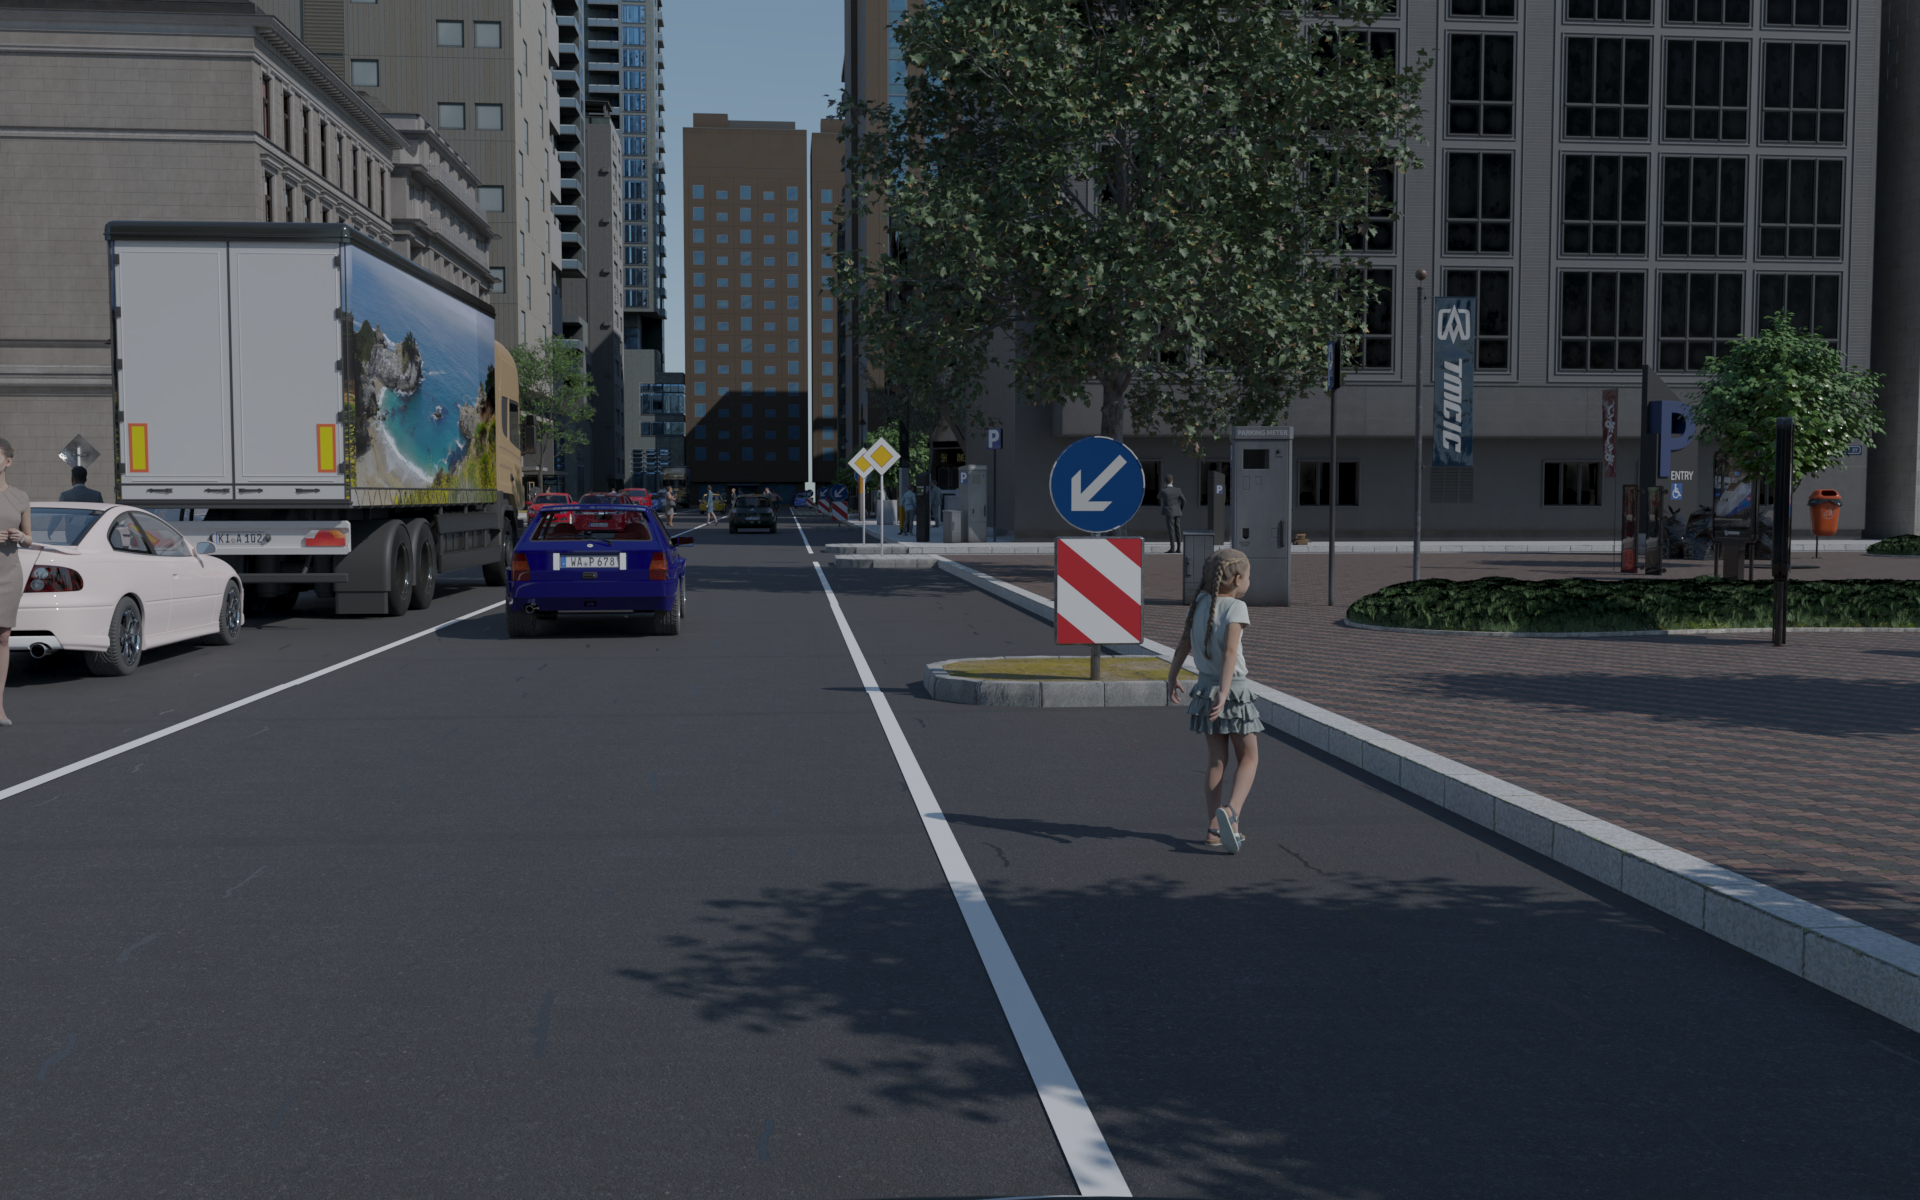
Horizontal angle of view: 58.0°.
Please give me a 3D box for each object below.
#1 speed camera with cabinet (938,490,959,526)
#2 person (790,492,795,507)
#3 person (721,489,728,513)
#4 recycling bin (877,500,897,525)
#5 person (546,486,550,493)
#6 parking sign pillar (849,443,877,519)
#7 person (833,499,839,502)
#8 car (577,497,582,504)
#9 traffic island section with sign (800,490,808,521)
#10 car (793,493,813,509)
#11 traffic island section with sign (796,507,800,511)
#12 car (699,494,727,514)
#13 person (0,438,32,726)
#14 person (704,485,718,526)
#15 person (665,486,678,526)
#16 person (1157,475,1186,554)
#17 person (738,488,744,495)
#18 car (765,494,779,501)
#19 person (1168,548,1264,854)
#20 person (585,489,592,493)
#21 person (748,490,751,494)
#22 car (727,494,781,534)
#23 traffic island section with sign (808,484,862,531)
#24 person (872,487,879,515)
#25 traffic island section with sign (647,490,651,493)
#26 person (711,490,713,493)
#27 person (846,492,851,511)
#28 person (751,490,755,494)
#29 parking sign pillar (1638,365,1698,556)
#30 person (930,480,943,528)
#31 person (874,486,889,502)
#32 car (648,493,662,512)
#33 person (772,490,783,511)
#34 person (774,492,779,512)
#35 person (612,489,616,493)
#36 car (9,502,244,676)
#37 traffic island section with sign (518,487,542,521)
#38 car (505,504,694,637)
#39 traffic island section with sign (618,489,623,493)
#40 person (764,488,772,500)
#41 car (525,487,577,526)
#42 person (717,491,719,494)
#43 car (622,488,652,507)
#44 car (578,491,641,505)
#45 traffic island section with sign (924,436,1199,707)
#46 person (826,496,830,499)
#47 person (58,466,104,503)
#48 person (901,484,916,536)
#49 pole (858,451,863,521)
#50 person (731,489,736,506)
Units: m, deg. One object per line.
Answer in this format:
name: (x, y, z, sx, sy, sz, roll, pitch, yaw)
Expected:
speed camera with cabinet: (0.126, -4.655, 70.446, 2.038, 3.252, 0.660, 0, 4, 8)
person: (-18.107, -10.906, 187.739, 0.530, 1.710, 0.541, -2, 4, -28)
person: (-17.688, -7.401, 129.588, 0.705, 1.814, 1.350, 2, 4, 28)
recycling bin: (-3.057, -3.661, 72.419, 0.722, 1.027, 0.722, 1, 4, 11)
person: (-28.072, -6.861, 118.229, 0.705, 1.823, 1.348, 0, 4, -1)
parking sign pillar: (-5.087, -6.242, 90.535, 1.447, 3.967, 1.447, 0, 4, -3)
person: (-11.378, -9.447, 161.046, 0.990, 1.755, 0.434, -3, 4, -36)
car: (-21.363, -5.369, 100.363, 1.945, 1.354, 3.894, 0, 4, -7)
traffic island section with sign: (-7.563, -5.251, 94.486, 1.989, 1.847, 2.006, 0, 4, -6)
car: (-15.185, -9.676, 167.799, 1.945, 1.707, 3.694, 0, 4, -5)
traffic island section with sign: (-12.668, -8.321, 144.683, 1.989, 1.847, 2.006, 0, 4, -6)
car: (-17.839, -7.010, 124.842, 2.015, 1.641, 3.980, 0, 4, -6)
person: (-5.972, -0.111, 10.652, 0.374, 1.781, 0.599, 3, 5, 41)
person: (-11.241, -4.255, 78.092, 0.654, 1.822, 0.581, 1, 4, 22)
person: (-12.776, -4.153, 76.755, 0.532, 1.782, 0.716, -1, 4, -19)
person: (5.087, -2.076, 41.798, 0.648, 1.900, 0.474, -2, 4, -25)
person: (-12.747, -5.625, 100.655, 0.419, 1.800, 0.721, 1, 4, 11)
car: (-17.807, -9.177, 160.274, 2.015, 1.641, 3.980, 0, 4, -5)
person: (1.003, 0.395, 7.058, 0.382, 1.210, 0.505, -3, 5, -40)
person: (-31.363, -8.548, 146.600, 0.445, 1.727, 0.742, 1, 4, 20)
person: (-22.040, -10.551, 181.037, 0.705, 1.821, 1.348, -1, 4, -21)
car: (-7.646, -3.322, 64.100, 2.009, 1.686, 4.222, 0, 4, -6)
traffic island section with sign: (-4.835, -3.611, 67.669, 1.989, 1.847, 2.006, 0, 4, -6)
person: (-4.846, -5.843, 101.852, 0.678, 1.792, 0.850, 0, 4, -3)
traffic island section with sign: (-30.690, -9.905, 170.568, 1.989, 1.847, 2.006, 0, 4, -6)
person: (-25.783, -10.523, 180.483, 0.705, 1.831, 1.348, 0, 4, -2)
person: (-8.641, -7.708, 132.046, 0.705, 1.826, 1.348, 3, 4, 37)
person: (-20.098, -9.761, 168.190, 1.348, 1.812, 0.705, 1, 4, 13)
parking sign pillar: (14.887, -2.929, 36.362, 1.447, 3.967, 1.447, -2, 4, -29)
person: (-0.937, -3.690, 66.469, 0.391, 1.810, 0.635, 1, 4, 20)
person: (-3.590, -4.468, 79.443, 0.721, 1.781, 0.623, 2, 4, 27)
car: (-24.558, -7.809, 137.272, 1.945, 1.707, 3.694, 0, 4, -6)
person: (-12.978, -6.839, 121.027, 1.217, 1.736, 0.721, 1, 4, 10)
person: (-14.974, -8.000, 140.776, 0.415, 1.643, 0.593, 3, 5, 42)
person: (-25.756, -7.361, 128.722, 0.709, 1.838, 0.599, -1, 4, -12)
car: (-7.633, -0.154, 14.882, 2.083, 1.381, 4.827, 0, 4, -7)
traffic island section with sign: (-22.812, -5.164, 93.065, 1.989, 1.847, 2.006, 0, 4, -6)
car: (-3.873, -0.380, 18.788, 1.945, 1.354, 3.894, 0, 4, -8)
traffic island section with sign: (-27.900, -8.225, 143.103, 1.989, 1.847, 2.006, 0, 4, -6)
person: (-11.441, -5.769, 103.000, 0.473, 1.802, 0.592, -1, 4, -15)
car: (-17.295, -3.946, 73.551, 2.155, 1.783, 4.494, 0, 4, -7)
person: (-19.847, -8.095, 141.786, 0.756, 1.711, 0.436, 3, 5, 43)
car: (-20.903, -6.277, 111.303, 2.281, 1.827, 5.304, 0, 4, -7)
car: (-11.051, -2.766, 54.271, 2.155, 1.783, 4.494, 0, 4, -5)
traffic island section with sign: (0.759, -0.243, 12.604, 1.989, 1.847, 2.006, 0, 4, -6)
person: (-12.882, -9.968, 169.705, 0.721, 1.739, 1.217, 0, 4, 5)
person: (-11.206, -0.815, 22.094, 0.678, 1.792, 0.850, -3, 5, -43)
person: (-1.529, -2.774, 53.215, 0.330, 1.601, 0.589, -3, 5, -45)
pole: (-4.660, -5.347, 81.270, 0.158, 3.312, 0.155, 0, 3, 0)
person: (-14.168, -6.103, 108.704, 0.534, 1.772, 0.576, -3, 4, -36)
